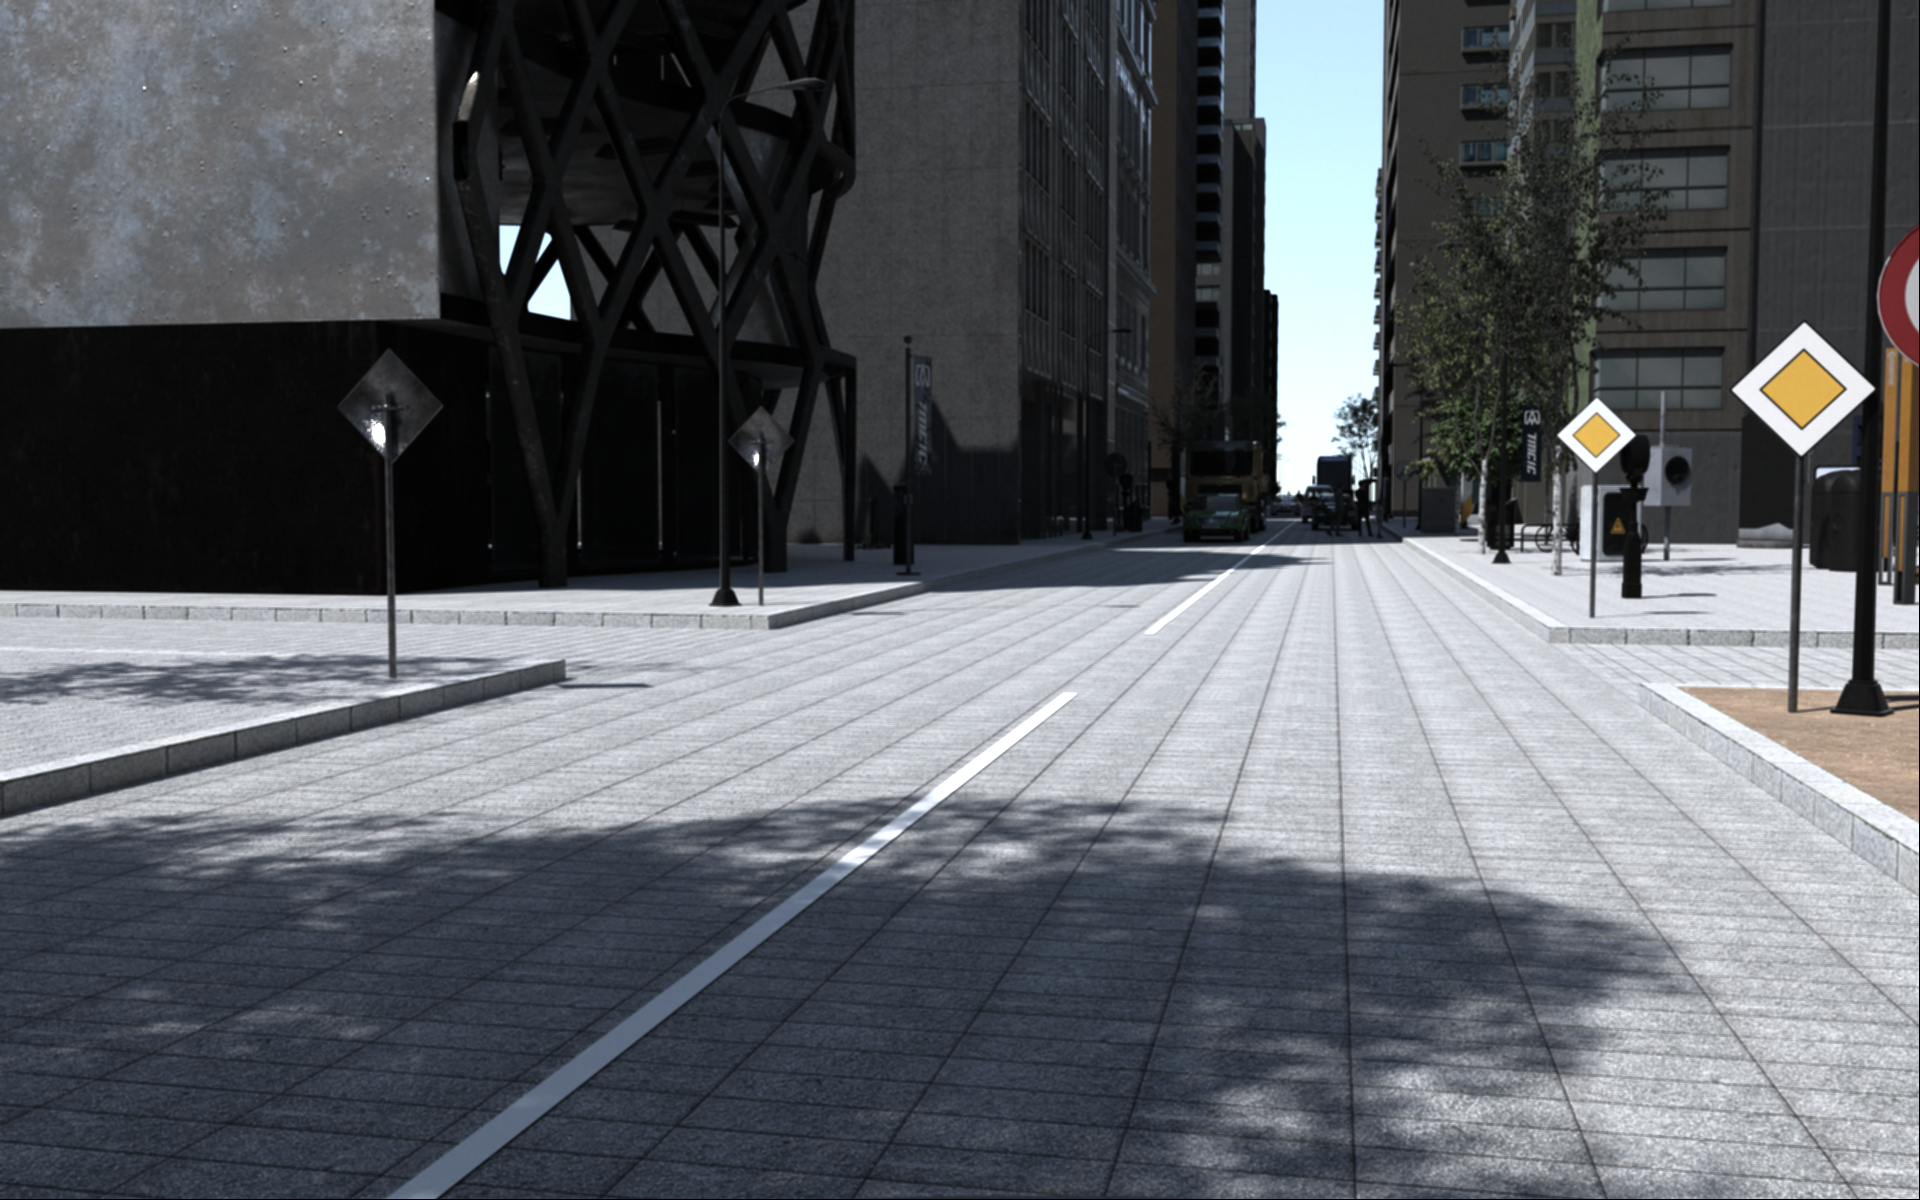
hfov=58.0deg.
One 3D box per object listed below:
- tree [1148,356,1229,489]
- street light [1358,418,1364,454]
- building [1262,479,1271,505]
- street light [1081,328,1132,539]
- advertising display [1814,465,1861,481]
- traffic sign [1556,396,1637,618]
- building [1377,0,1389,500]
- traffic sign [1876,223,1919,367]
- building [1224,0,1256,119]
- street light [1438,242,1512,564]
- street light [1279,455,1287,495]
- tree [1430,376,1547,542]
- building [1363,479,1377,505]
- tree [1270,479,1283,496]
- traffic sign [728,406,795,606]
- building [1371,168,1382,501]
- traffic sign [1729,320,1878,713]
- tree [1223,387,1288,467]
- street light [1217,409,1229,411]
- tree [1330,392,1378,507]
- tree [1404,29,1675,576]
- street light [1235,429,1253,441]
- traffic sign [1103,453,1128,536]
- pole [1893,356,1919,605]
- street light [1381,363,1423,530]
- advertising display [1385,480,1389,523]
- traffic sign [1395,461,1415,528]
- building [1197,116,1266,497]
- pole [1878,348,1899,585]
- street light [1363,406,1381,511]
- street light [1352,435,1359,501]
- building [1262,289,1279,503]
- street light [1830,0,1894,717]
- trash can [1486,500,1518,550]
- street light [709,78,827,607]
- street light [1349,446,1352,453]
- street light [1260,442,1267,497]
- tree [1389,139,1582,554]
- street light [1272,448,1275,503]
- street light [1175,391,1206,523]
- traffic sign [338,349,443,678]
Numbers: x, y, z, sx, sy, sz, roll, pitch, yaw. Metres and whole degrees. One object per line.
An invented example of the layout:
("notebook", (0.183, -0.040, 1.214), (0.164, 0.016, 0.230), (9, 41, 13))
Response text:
("tree", (12.087, -8.652, 91.823), (4.360, 8.622, 3.978), (0, 3, 0))
("street light", (25.192, -8.134, 105.536), (1.470, 5.913, 1.316), (1, 4, 12))
("building", (20.368, -31.362, 204.656), (32.217, 40.220, 23.993), (1, 4, 12))
("street light", (4.132, -4.665, 48.812), (1.470, 5.913, 1.316), (1, 4, 12))
("advertising display", (19.672, -2.056, 38.835), (0.974, 1.923, 0.123), (2, 4, 33))
("traffic sign", (6.560, -0.873, 17.919), (0.795, 2.450, 0.064), (1, 4, 12))
("building", (46.671, -37.026, 147.375), (21.231, 58.520, 28.212), (1, 4, 12))
("traffic sign", (4.481, -0.466, 7.719), (0.768, 2.556, 0.104), (1, 4, 21))
("building", (29.871, -48.113, 224.896), (20.563, 71.187, 20.611), (1, 4, 12))
("street light", (9.500, -3.637, 32.008), (1.470, 5.913, 1.316), (1, 4, 12))
("street light", (37.612, -14.233, 205.244), (1.470, 5.913, 1.316), (1, 4, 12))
("tree", (14.521, -3.896, 47.415), (4.285, 4.588, 4.351), (0, 3, 0))
("building", (63.638, -31.164, 201.405), (32.217, 40.220, 23.993), (1, 4, 12))
("tree", (40.537, -13.914, 222.087), (1.663, 3.219, 1.824), (0, 3, 0))
("traffic sign", (-2.280, -0.990, 19.827), (0.795, 2.450, 0.064), (1, 4, 12))
("building", (66.049, -37.236, 228.409), (23.786, 49.044, 30.456), (1, 4, 12))
("traffic sign", (4.887, -0.396, 10.110), (0.795, 2.450, 0.064), (1, 4, 12))
("tree", (27.933, -14.822, 168.092), (9.928, 11.665, 9.643), (0, 3, 0))
("street light", (13.964, -7.479, 94.820), (1.470, 5.913, 1.316), (1, 4, 12))
("tree", (41.273, -15.224, 174.670), (9.928, 11.665, 9.643), (0, 3, 0))
("tree", (9.163, -4.688, 27.004), (4.360, 8.622, 3.978), (0, 3, 0))
("street light", (20.238, -9.266, 124.038), (1.470, 5.913, 1.316), (1, 4, 12))
("traffic sign", (4.752, -3.244, 53.139), (0.768, 2.556, 0.104), (1, 4, 21))
("pole", (10.966, -1.601, 20.018), (0.158, 3.312, 0.155), (0, 3, 0))
("street light", (15.828, -5.444, 61.553), (1.470, 5.913, 1.316), (1, 4, 12))
("advertising display", (19.325, -4.476, 78.402), (0.123, 1.923, 0.974), (1, 4, 14))
("traffic sign", (16.989, -4.039, 66.144), (0.768, 2.556, 0.104), (1, 4, 20))
("building", (24.981, -30.619, 184.207), (14.154, 41.232, 14.086), (1, 4, 12))
("pole", (13.041, -1.864, 24.316), (0.158, 3.312, 0.155), (0, 3, 0))
("street light", (22.198, -7.269, 91.392), (1.470, 5.913, 1.316), (1, 4, 12))
("street light", (31.523, -9.937, 135.008), (1.470, 5.913, 1.316), (1, 4, 12))
("building", (37.105, -28.784, 242.313), (14.160, 30.474, 14.107), (1, 4, 12))
("street light", (4.758, -2.297, 10.090), (1.470, 5.913, 1.316), (1, 4, 12))
("trash can", (12.493, -1.735, 40.019), (0.748, 1.137, 0.748), (0, 3, 0))
("street light", (-2.172, -2.879, 19.620), (1.470, 5.913, 1.316), (1, 4, 12))
("street light", (38.083, -11.809, 165.611), (1.470, 5.913, 1.316), (1, 4, 12))
("street light", (26.462, -11.058, 153.342), (1.470, 5.913, 1.316), (1, 4, 12))
("tree", (11.166, -5.294, 36.916), (4.737, 8.622, 4.395), (0, 3, 0))
("street light", (31.325, -12.431, 175.783), (1.470, 5.913, 1.316), (1, 4, 12))
("street light", (10.350, -6.446, 77.931), (1.470, 5.913, 1.316), (1, 4, 12))
("traffic sign", (-3.953, -0.512, 12.018), (0.795, 2.450, 0.064), (1, 4, 12))
